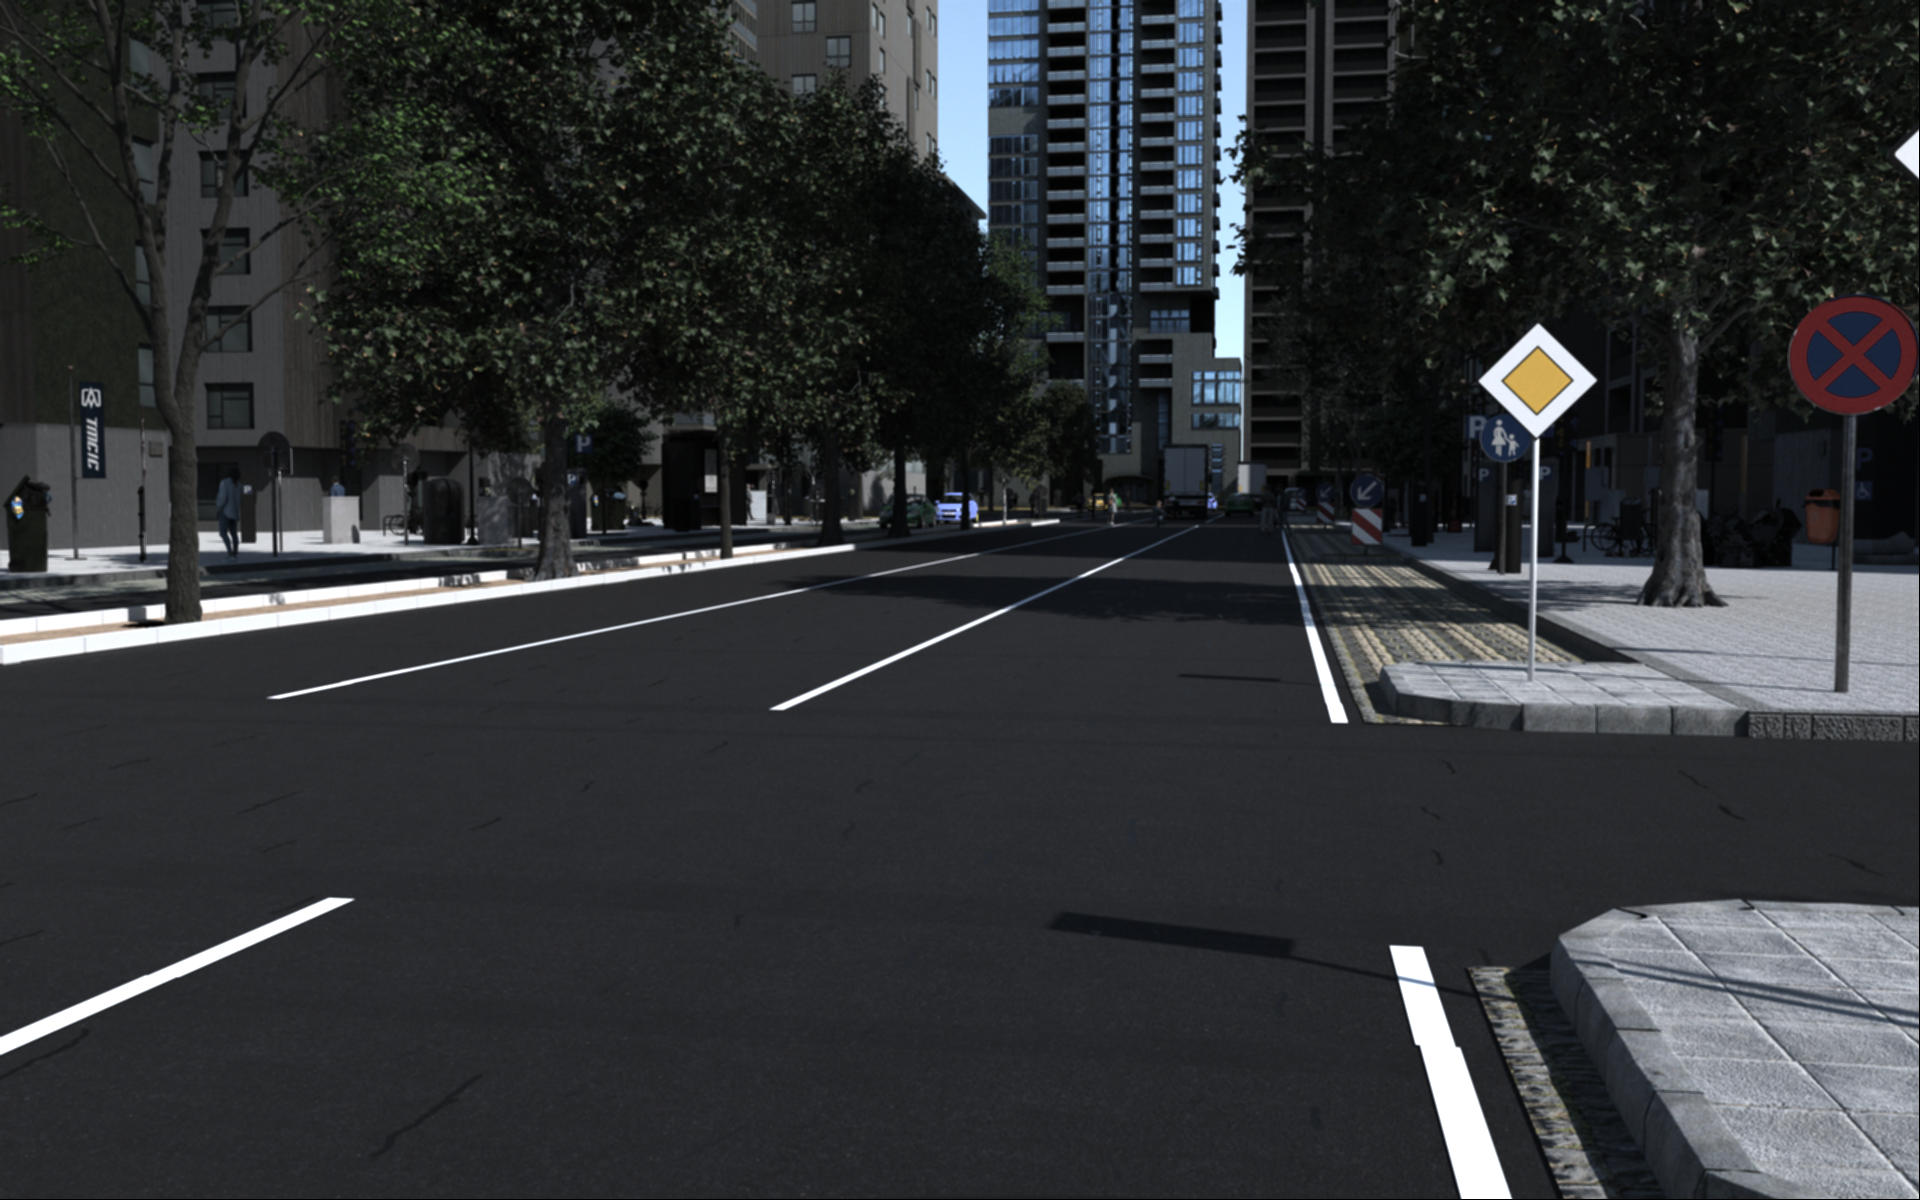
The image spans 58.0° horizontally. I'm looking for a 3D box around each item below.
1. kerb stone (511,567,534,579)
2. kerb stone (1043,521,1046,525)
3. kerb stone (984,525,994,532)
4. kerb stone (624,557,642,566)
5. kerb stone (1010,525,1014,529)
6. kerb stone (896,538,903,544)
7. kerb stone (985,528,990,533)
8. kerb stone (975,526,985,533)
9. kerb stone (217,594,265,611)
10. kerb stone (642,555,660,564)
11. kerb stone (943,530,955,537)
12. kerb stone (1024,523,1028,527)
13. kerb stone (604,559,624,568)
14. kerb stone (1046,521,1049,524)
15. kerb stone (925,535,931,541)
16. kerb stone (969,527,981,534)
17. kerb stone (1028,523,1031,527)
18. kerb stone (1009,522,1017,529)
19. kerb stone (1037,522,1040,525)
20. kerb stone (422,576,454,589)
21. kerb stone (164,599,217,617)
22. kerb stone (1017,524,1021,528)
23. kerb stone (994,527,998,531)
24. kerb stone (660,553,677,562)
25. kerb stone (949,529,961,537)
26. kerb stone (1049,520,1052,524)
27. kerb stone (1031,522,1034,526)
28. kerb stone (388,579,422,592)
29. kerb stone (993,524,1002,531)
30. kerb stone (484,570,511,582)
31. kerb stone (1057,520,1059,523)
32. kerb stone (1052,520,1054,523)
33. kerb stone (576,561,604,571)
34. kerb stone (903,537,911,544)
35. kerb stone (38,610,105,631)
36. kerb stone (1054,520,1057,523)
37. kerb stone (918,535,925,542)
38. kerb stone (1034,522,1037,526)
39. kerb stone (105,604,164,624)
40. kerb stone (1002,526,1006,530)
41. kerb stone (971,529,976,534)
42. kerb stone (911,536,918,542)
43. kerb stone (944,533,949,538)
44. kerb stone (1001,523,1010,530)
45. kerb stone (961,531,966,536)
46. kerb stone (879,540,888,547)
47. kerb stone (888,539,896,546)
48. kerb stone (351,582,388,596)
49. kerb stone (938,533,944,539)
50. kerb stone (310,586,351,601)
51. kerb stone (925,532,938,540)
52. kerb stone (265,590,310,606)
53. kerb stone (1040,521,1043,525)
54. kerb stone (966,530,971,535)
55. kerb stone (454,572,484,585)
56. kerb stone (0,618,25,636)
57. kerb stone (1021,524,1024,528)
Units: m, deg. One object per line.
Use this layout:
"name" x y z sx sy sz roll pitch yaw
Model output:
"kerb stone" -7.529 -0.450 29.548 0.120 0.150 1.000 1 4 10
"kerb stone" 3.771 -3.569 80.621 0.120 0.150 1.000 1 4 10
"kerb stone" 1.056 -2.648 65.483 0.120 0.150 1.000 1 4 10
"kerb stone" -6.629 -0.754 34.596 0.120 0.150 1.000 1 4 10
"kerb stone" 1.959 -2.955 70.515 0.120 0.150 1.000 1 4 10
"kerb stone" -1.847 -1.660 49.343 0.120 0.150 1.000 1 4 10
"kerb stone" 0.875 -2.584 64.477 0.120 0.150 1.000 1 4 10
"kerb stone" 0.693 -2.522 63.471 0.120 0.150 1.000 1 4 10
"kerb stone" -8.986 0.044 21.474 0.120 0.150 1.000 1 4 10
"kerb stone" -6.448 -0.820 35.602 0.120 0.150 1.000 1 4 10
"kerb stone" -0.397 -2.153 57.417 0.120 0.150 1.000 1 4 10
"kerb stone" 2.683 -3.202 74.552 0.120 0.150 1.000 1 4 10
"kerb stone" -6.805 -0.695 33.589 0.120 0.150 1.000 1 4 10
"kerb stone" 3.956 -3.635 81.626 0.120 0.150 1.000 1 4 10
"kerb stone" -1.121 -1.907 53.380 0.120 0.150 1.000 1 4 10
"kerb stone" 0.510 -2.463 62.465 0.120 0.150 1.000 1 4 10
"kerb stone" 2.867 -3.264 75.566 0.120 0.150 1.000 1 4 10
"kerb stone" 2.138 -3.017 71.521 0.120 0.150 1.000 1 4 10
"kerb stone" 3.405 -3.450 78.597 0.120 0.150 1.000 1 4 10
"kerb stone" -8.071 -0.261 26.518 0.120 0.150 1.000 1 4 10
"kerb stone" -9.166 0.106 20.468 0.120 0.150 1.000 1 4 10
"kerb stone" 2.316 -3.076 72.536 0.120 0.150 1.000 1 4 10
"kerb stone" 1.230 -2.709 66.491 0.120 0.150 1.000 1 4 10
"kerb stone" -6.261 -0.881 36.607 0.120 0.150 1.000 1 4 10
"kerb stone" -0.215 -2.216 58.423 0.120 0.150 1.000 1 4 10
"kerb stone" 4.135 -3.694 82.633 0.120 0.150 1.000 1 4 10
"kerb stone" 3.043 -3.320 76.573 0.120 0.150 1.000 1 4 10
"kerb stone" -8.257 -0.203 25.513 0.120 0.150 1.000 1 4 10
"kerb stone" 1.413 -2.771 67.497 0.120 0.150 1.000 1 4 10
"kerb stone" -7.718 -0.388 28.543 0.120 0.150 1.000 1 4 10
"kerb stone" 4.673 -3.882 85.662 0.120 0.150 1.000 1 4 10
"kerb stone" 4.317 -3.756 83.639 0.120 0.150 1.000 1 4 10
"kerb stone" -6.988 -0.632 32.575 0.120 0.150 1.000 1 4 10
"kerb stone" -1.664 -1.721 50.350 0.120 0.150 1.000 1 4 10
"kerb stone" -9.521 0.230 18.440 0.120 0.150 1.000 1 4 10
"kerb stone" 4.494 -3.820 84.654 0.120 0.150 1.000 1 4 10
"kerb stone" -1.297 -1.845 52.362 0.120 0.150 1.000 1 4 10
"kerb stone" 3.232 -3.388 77.586 0.120 0.150 1.000 1 4 10
"kerb stone" -9.344 0.168 19.454 0.120 0.150 1.000 1 4 10
"kerb stone" 1.601 -2.832 68.501 0.120 0.150 1.000 1 4 10
"kerb stone" 0.334 -2.398 61.454 0.120 0.150 1.000 1 4 10
"kerb stone" -1.480 -1.784 51.356 0.120 0.150 1.000 1 4 10
"kerb stone" -0.579 -2.087 56.403 0.120 0.150 1.000 1 4 10
"kerb stone" 1.777 -2.894 69.509 0.120 0.150 1.000 1 4 10
"kerb stone" -0.042 -2.276 59.434 0.120 0.150 1.000 1 4 10
"kerb stone" -2.206 -1.536 47.310 0.120 0.150 1.000 1 4 10
"kerb stone" -2.035 -1.596 48.328 0.120 0.150 1.000 1 4 10
"kerb stone" -8.438 -0.140 24.507 0.120 0.150 1.000 1 4 10
"kerb stone" -0.754 -2.030 55.391 0.120 0.150 1.000 1 4 10
"kerb stone" -8.619 -0.079 23.491 0.120 0.150 1.000 1 4 10
"kerb stone" -0.937 -1.969 54.385 0.120 0.150 1.000 1 4 10
"kerb stone" -8.805 -0.018 22.485 0.120 0.150 1.000 1 4 10
"kerb stone" 3.589 -3.511 79.603 0.120 0.150 1.000 1 4 10
"kerb stone" 0.144 -2.338 60.440 0.120 0.150 1.000 1 4 10
"kerb stone" -7.896 -0.323 27.537 0.120 0.150 1.000 1 4 10
"kerb stone" -9.705 0.292 17.425 0.120 0.150 1.000 1 4 10
"kerb stone" 2.502 -3.138 73.541 0.120 0.150 1.000 1 4 10
